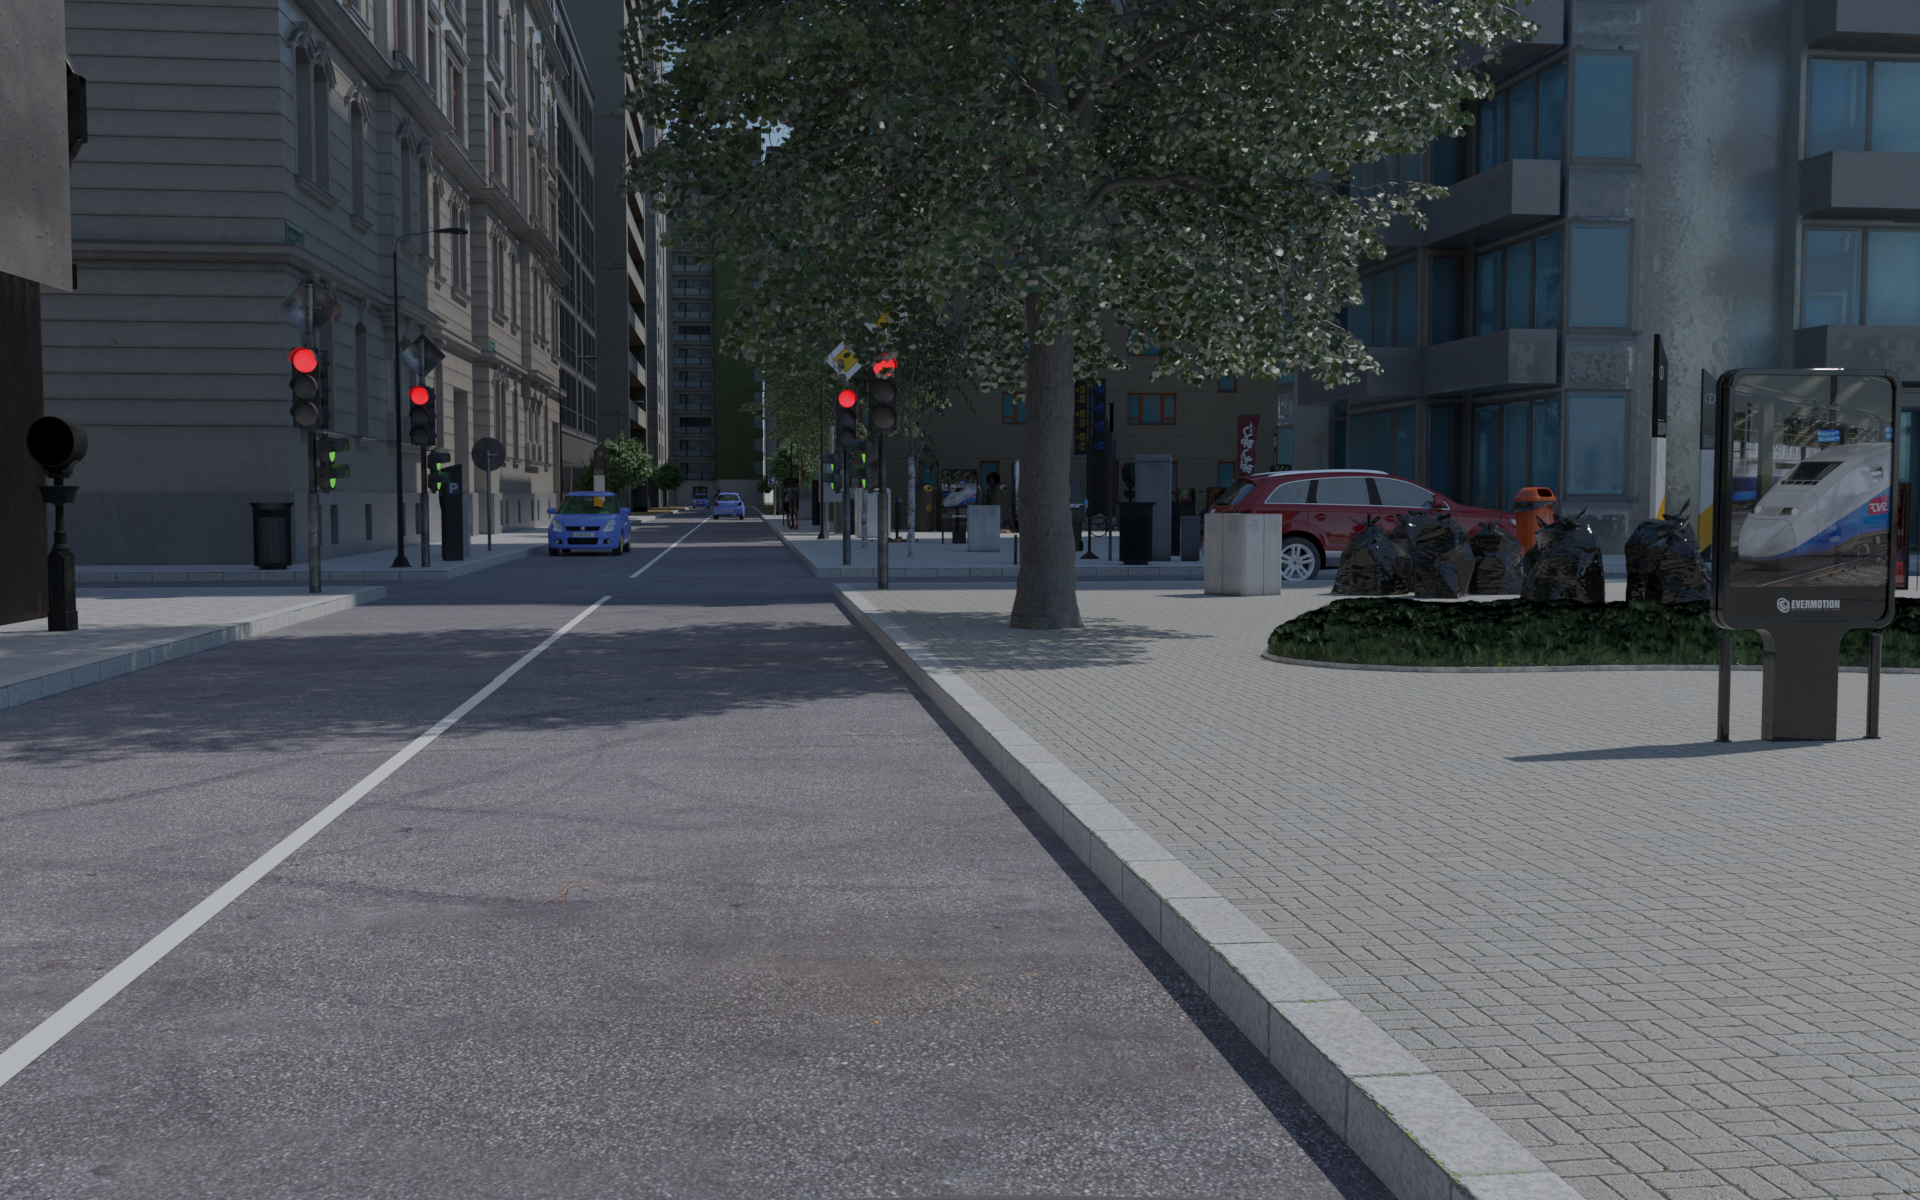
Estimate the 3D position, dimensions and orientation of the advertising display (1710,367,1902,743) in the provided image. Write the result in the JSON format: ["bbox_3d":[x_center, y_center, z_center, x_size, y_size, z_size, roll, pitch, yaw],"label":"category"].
[{"bbox_3d":[4.375,-0.230,8.978,0.974,1.923,0.123,-1,4,-9],"label":"advertising display"}]

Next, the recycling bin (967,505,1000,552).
[{"bbox_3d":[0.525,-1.593,38.598,0.722,1.027,0.722,0,4,0],"label":"recycling bin"}]

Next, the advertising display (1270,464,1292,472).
[{"bbox_3d":[6.887,-1.958,37.233,0.123,1.923,0.974,2,4,32],"label":"advertising display"}]

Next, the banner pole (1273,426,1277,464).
[{"bbox_3d":[11.529,-4.479,63.242,0.401,3.779,0.863,2,4,24],"label":"banner pole"}]

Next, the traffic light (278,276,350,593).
[{"bbox_3d":[-8.362,-2.047,22.393,0.839,4.253,0.868,0,4,-7],"label":"traffic light"}]

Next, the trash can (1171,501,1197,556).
[{"bbox_3d":[4.549,-1.494,36.075,0.748,1.137,0.748,0,3,0],"label":"trash can"}]

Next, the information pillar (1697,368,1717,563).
[{"bbox_3d":[14.048,-2.509,32.373,0.504,3.616,0.183,0,4,-4],"label":"information pillar"}]

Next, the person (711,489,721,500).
[{"bbox_3d":[-20.944,-8.697,150.321,1.348,1.869,0.705,1,4,20],"label":"person"}]

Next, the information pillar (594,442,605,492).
[{"bbox_3d":[-16.040,-5.245,77.106,0.504,3.616,0.183,0,4,0],"label":"information pillar"}]

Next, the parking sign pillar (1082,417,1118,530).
[{"bbox_3d":[5.032,-4.476,61.662,1.447,3.967,1.447,-2,4,-29],"label":"parking sign pillar"}]

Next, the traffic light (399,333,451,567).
[{"bbox_3d":[-9.370,-2.532,30.314,0.839,4.253,0.868,0,4,-7],"label":"traffic light"}]

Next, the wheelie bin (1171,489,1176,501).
[{"bbox_3d":[7.024,-3.161,59.587,0.693,1.594,0.980,-1,4,-17],"label":"wheelie bin"}]

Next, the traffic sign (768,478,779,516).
[{"bbox_3d":[-10.769,-6.153,100.705,0.768,2.556,0.104,0,4,-5],"label":"traffic sign"}]

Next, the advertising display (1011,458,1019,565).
[{"bbox_3d":[1.391,-1.611,31.547,0.974,1.923,0.123,-2,4,-25],"label":"advertising display"}]

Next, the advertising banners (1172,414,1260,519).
[{"bbox_3d":[5.710,-2.599,38.676,2.074,3.025,0.090,2,4,32],"label":"advertising banners"}]

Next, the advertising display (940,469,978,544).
[{"bbox_3d":[-0.018,-2.414,44.689,0.974,1.923,0.123,0,4,4],"label":"advertising display"}]

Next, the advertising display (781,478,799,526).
[{"bbox_3d":[-6.903,-3.986,70.377,0.123,1.923,0.974,2,4,34],"label":"advertising display"}]

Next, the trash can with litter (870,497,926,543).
[{"bbox_3d":[-1.567,-2.176,46.635,1.678,1.210,2.233,0,4,1],"label":"trash can with litter"}]

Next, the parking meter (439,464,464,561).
[{"bbox_3d":[-9.756,-1.681,33.200,0.399,1.863,0.255,-2,4,-33],"label":"parking meter"}]

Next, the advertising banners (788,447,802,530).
[{"bbox_3d":[-5.942,-4.056,62.500,0.090,3.025,2.074,-1,4,-18],"label":"advertising banners"}]

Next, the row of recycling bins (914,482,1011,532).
[{"bbox_3d":[-0.017,-3.168,58.904,3.534,1.692,1.069,-1,4,-13],"label":"row of recycling bins"}]

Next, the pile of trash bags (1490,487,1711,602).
[{"bbox_3d":[7.376,-0.478,17.575,3.447,1.369,1.912,2,4,28],"label":"pile of trash bags"}]

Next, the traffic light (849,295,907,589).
[{"bbox_3d":[-1.062,-2.105,23.334,0.839,4.253,0.868,0,4,-7],"label":"traffic light"}]

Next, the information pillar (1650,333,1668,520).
[{"bbox_3d":[10.292,-2.090,25.531,0.183,3.616,0.504,3,4,37],"label":"information pillar"}]

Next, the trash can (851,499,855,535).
[{"bbox_3d":[-3.246,-2.629,54.631,0.748,1.137,0.748,0,3,0],"label":"trash can"}]

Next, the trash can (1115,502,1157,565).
[{"bbox_3d":[3.192,-1.210,31.436,0.748,1.137,0.748,0,3,0],"label":"trash can"}]

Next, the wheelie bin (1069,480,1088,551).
[{"bbox_3d":[2.374,-1.896,38.910,0.980,1.594,0.693,-1,4,-11],"label":"wheelie bin"}]

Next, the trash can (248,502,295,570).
[{"bbox_3d":[-11.697,-1.089,29.459,0.748,1.137,0.748,0,3,0],"label":"trash can"}]

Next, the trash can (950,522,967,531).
[{"bbox_3d":[-0.038,-2.818,57.721,0.748,1.137,0.748,0,3,0],"label":"trash can"}]

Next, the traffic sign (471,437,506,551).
[{"bbox_3d":[-10.571,-2.369,38.843,0.768,2.556,0.104,0,4,-1],"label":"traffic sign"}]

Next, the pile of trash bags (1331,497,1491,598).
[{"bbox_3d":[6.604,-0.789,22.653,3.447,1.369,1.912,-2,4,-35],"label":"pile of trash bags"}]

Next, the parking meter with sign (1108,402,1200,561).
[{"bbox_3d":[3.703,-2.251,33.071,1.738,3.016,0.543,0,4,2],"label":"parking meter with sign"}]

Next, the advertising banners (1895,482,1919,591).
[{"bbox_3d":[12.668,-1.659,23.320,0.090,3.025,2.074,0,4,2],"label":"advertising banners"}]

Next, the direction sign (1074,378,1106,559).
[{"bbox_3d":[2.567,-2.584,34.238,0.379,3.537,0.876,-3,4,-39],"label":"direction sign"}]

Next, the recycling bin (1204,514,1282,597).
[{"bbox_3d":[3.601,-0.581,22.061,0.722,1.027,0.722,-3,4,-37],"label":"recycling bin"}]

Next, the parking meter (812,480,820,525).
[{"bbox_3d":[-5.909,-3.998,71.071,0.255,1.863,0.399,1,4,9],"label":"parking meter"}]

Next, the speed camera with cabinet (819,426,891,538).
[{"bbox_3d":[-3.081,-3.441,50.604,2.038,3.252,0.660,-1,4,-11],"label":"speed camera with cabinet"}]

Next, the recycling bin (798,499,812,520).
[{"bbox_3d":[-7.691,-4.471,85.663,0.722,1.027,0.722,-1,4,-9],"label":"recycling bin"}]

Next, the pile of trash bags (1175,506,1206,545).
[{"bbox_3d":[6.400,-2.148,44.867,1.912,1.369,3.447,2,4,31],"label":"pile of trash bags"}]

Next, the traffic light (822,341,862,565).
[{"bbox_3d":[-2.069,-2.589,31.256,0.839,4.253,0.868,0,4,-7],"label":"traffic light"}]
